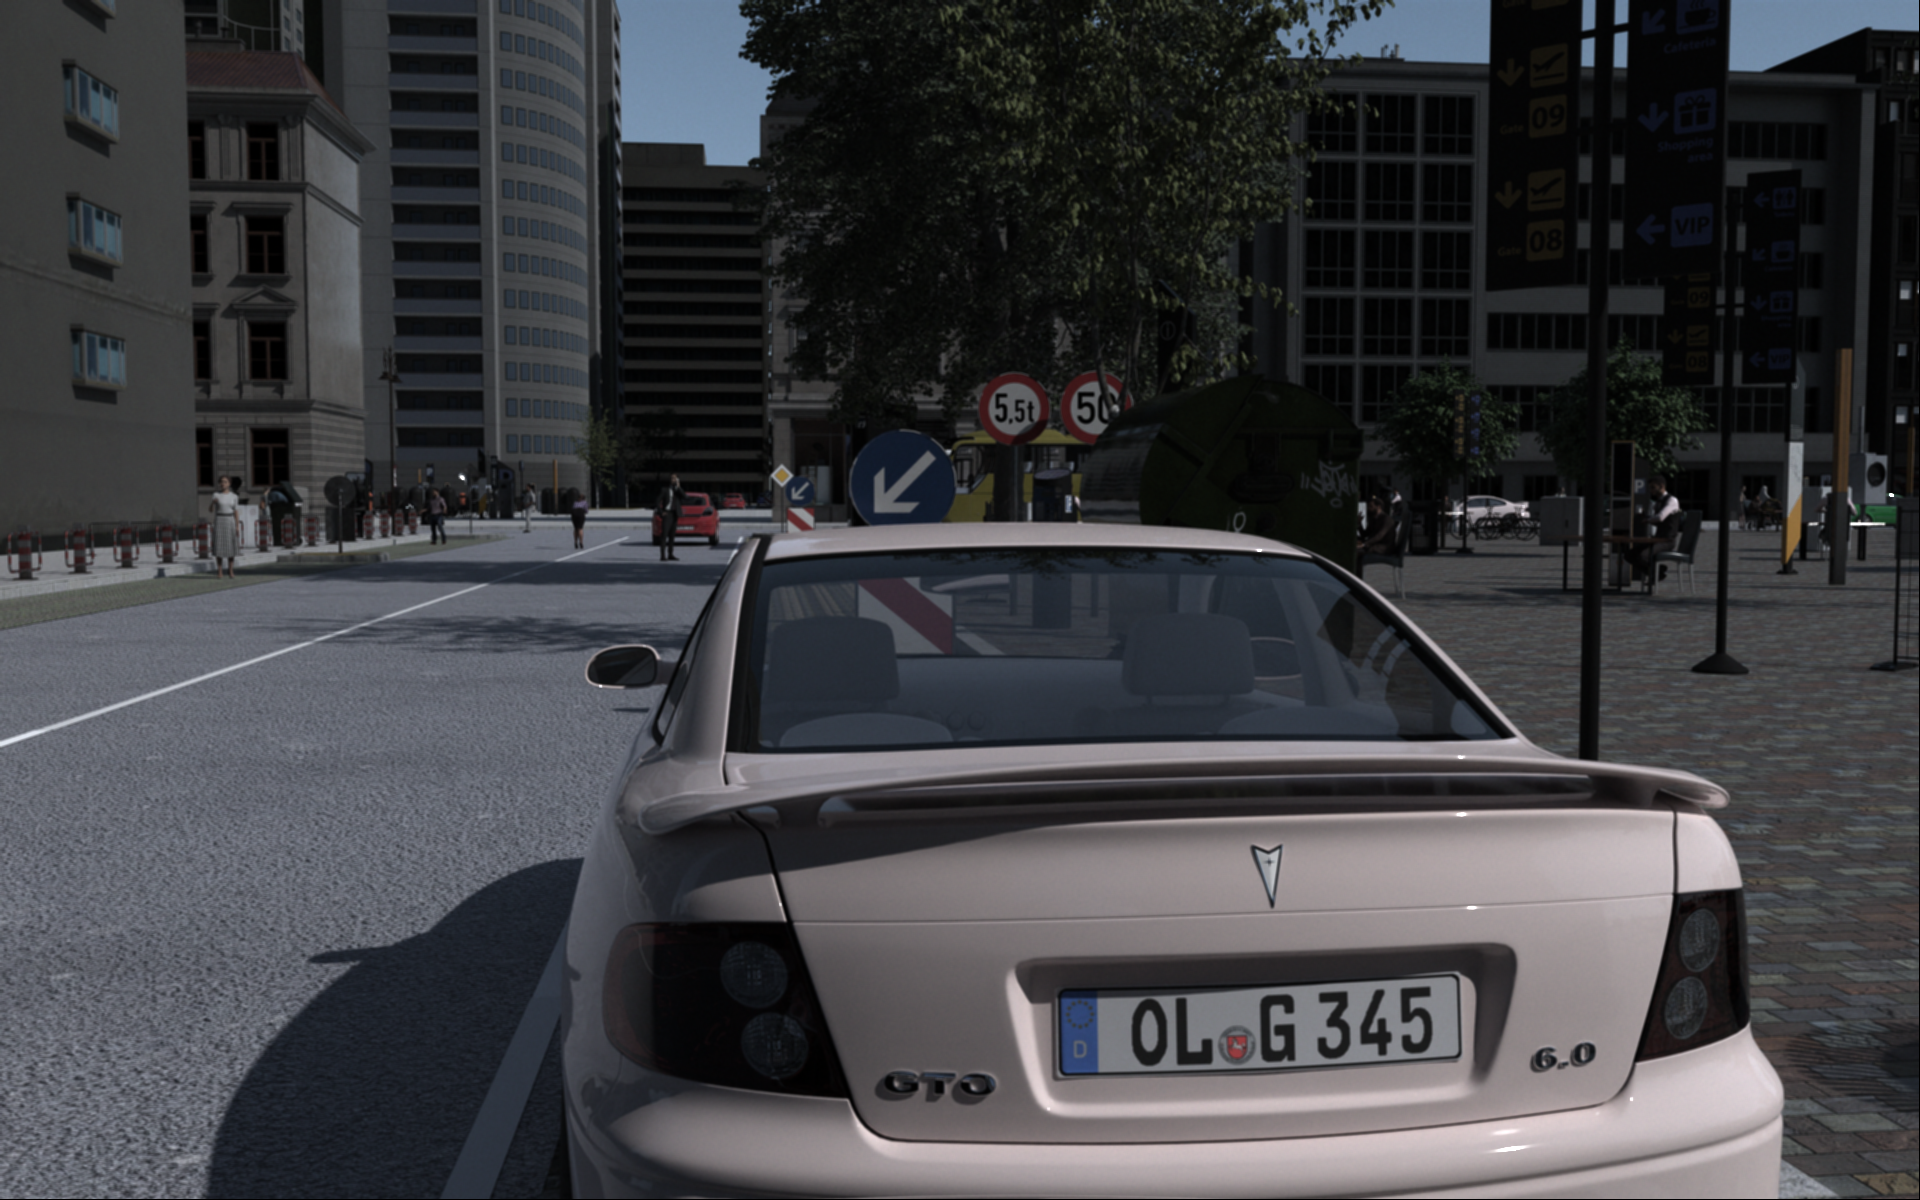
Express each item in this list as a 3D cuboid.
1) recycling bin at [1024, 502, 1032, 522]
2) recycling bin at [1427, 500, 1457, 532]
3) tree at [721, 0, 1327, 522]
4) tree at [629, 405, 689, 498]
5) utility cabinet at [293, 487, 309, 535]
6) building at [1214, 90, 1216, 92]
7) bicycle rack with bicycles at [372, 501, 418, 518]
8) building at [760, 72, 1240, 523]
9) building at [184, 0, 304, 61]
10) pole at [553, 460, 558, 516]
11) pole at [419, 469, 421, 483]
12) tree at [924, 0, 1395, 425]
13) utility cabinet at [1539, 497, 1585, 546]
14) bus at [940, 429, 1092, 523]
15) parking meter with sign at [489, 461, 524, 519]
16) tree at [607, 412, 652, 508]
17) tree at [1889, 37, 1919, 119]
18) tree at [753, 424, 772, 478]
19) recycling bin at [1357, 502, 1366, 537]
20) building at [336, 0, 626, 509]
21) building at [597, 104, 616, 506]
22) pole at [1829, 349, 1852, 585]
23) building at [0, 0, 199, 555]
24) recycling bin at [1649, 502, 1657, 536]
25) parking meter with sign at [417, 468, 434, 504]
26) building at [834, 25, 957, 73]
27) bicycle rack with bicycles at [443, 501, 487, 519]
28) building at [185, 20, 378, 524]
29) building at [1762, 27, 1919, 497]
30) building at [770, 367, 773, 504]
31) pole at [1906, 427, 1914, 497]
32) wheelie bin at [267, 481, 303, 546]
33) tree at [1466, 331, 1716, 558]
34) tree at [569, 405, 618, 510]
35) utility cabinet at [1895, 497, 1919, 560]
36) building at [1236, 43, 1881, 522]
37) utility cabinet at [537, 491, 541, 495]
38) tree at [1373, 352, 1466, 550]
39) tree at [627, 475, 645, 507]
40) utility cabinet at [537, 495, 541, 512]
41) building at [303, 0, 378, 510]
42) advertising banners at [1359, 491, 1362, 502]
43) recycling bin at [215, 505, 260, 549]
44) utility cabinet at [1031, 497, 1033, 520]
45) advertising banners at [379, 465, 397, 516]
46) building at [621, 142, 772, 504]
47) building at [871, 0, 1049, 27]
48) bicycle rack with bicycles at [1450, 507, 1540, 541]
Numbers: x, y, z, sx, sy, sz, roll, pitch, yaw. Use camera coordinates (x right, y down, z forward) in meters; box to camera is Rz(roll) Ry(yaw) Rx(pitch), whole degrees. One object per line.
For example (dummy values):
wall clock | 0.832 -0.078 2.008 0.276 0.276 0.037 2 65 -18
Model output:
recycling bin | 1.960 -2.487 53.210 0.722 1.027 0.722 2 4 31
recycling bin | 16.576 -2.878 59.602 0.722 1.027 0.722 -2 4 -34
tree | 0.920 -7.406 27.739 9.857 13.997 8.962 0 3 0
tree | -35.126 -16.867 201.534 9.928 11.665 9.643 0 3 0
utility cabinet | -20.584 -2.759 53.790 0.318 1.500 1.173 0 4 0
building | 36.894 -35.855 205.830 30.456 49.044 23.786 0 4 -7
bicycle rack with bicycles | -30.770 -4.901 93.520 2.925 0.926 2.852 -1 4 -17
building | -7.489 -14.056 80.730 40.483 20.767 10.553 0 4 -7
building | -100.998 -48.644 233.586 20.611 71.187 20.563 0 4 -7
pole | -24.102 -6.686 103.163 0.158 3.312 0.155 0 3 0
pole | -43.660 -8.941 140.026 0.158 3.312 0.155 0 3 0
tree | 1.423 -3.949 14.925 4.737 8.622 4.395 0 3 0
utility cabinet | 14.912 -1.943 42.929 1.020 1.237 0.306 3 5 43
bus | 4.867 -4.579 66.411 12.252 3.916 2.896 0 4 -8
parking meter with sign | -23.723 -5.765 90.524 1.738 3.016 0.543 0 4 0
tree | -29.809 -12.525 155.153 4.360 8.622 3.978 0 3 0
tree | 12.194 -4.160 18.376 4.360 8.622 3.978 0 3 0
tree | -22.342 -17.206 215.729 7.601 10.594 8.767 0 4 0
recycling bin | 11.828 -2.442 52.478 0.722 1.027 0.722 3 5 40
building | -52.839 -40.029 196.478 28.212 58.520 21.231 0 4 -7
building | -42.896 -30.105 175.817 14.154 41.232 14.086 0 4 -7
pole | 12.414 -1.870 24.419 0.158 3.312 0.155 0 3 0
building | -30.728 -25.200 35.716 21.600 48.544 21.300 0 4 -7
recycling bin | 21.161 -2.486 53.203 0.722 1.027 0.722 -2 4 -35
parking meter with sign | -35.310 -7.191 113.832 0.543 3.016 1.738 1 4 19
building | -4.161 -28.772 154.013 14.154 41.232 14.086 0 4 -7
bicycle rack with bicycles | -26.334 -4.768 91.333 2.925 0.926 2.852 -3 5 -42
building | -38.181 -14.780 77.818 21.152 22.565 11.583 0 4 -7
building | 50.408 -15.769 87.508 15.834 23.373 12.332 0 4 -7
building | -12.669 -24.719 249.196 28.899 21.520 27.650 0 4 -7
pole | 29.129 -3.626 53.125 0.158 3.312 0.155 0 3 0
wheelie bin | -16.566 -2.116 42.500 0.693 1.594 0.980 0 4 -3
tree | 13.435 -3.135 34.978 4.285 4.588 4.351 0 3 0
tree | -29.272 -11.564 139.440 4.737 8.622 4.395 0 3 0
utility cabinet | 18.909 -1.392 33.919 1.020 1.237 0.306 2 4 28
building | 27.505 -16.313 85.779 30.058 24.678 14.314 0 4 -7
utility cabinet | -33.175 -7.876 137.443 0.318 1.500 1.173 1 4 11
tree | 11.202 -3.461 40.307 4.285 4.588 4.351 0 3 0
tree | -32.710 -10.968 173.930 1.663 3.219 1.824 0 3 0
utility cabinet | -29.552 -6.813 122.561 1.020 1.237 0.306 3 5 45
building | -44.071 -37.425 153.903 21.231 58.520 28.212 0 4 -7
advertising banners | 17.394 -4.959 77.271 0.090 3.025 2.074 3 5 42
recycling bin | -16.929 -1.713 40.568 0.722 1.027 0.722 3 4 36
utility cabinet | 2.220 -2.043 44.559 0.306 1.237 1.020 2 4 34
advertising banners | -33.846 -6.510 102.620 0.090 3.025 2.074 1 4 10
building | -37.377 -37.832 242.253 21.600 48.544 21.300 0 4 -7
building | -2.333 -44.801 170.741 20.563 71.187 20.611 0 4 -7
bicycle rack with bicycles | 15.261 -2.155 48.608 2.925 0.926 2.852 1 4 17
